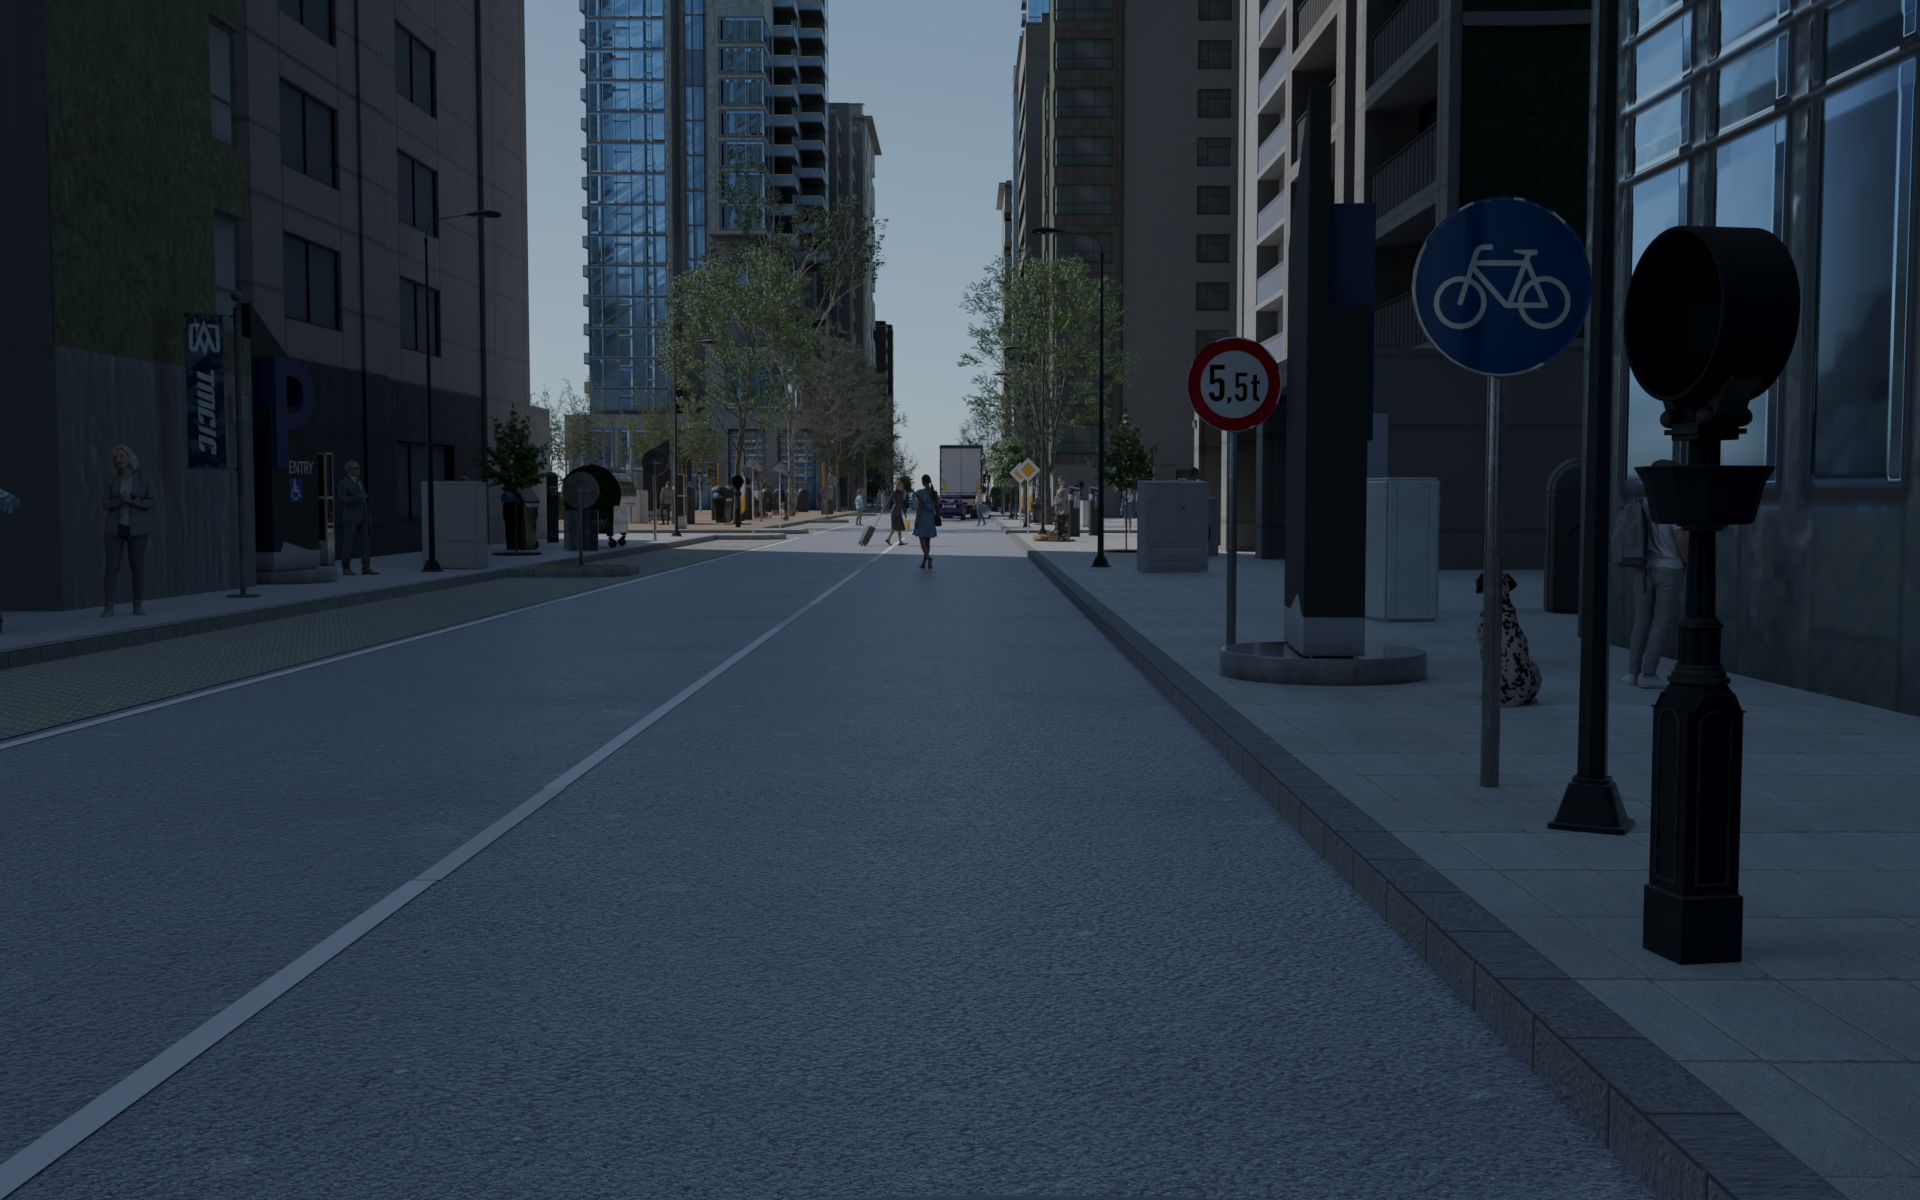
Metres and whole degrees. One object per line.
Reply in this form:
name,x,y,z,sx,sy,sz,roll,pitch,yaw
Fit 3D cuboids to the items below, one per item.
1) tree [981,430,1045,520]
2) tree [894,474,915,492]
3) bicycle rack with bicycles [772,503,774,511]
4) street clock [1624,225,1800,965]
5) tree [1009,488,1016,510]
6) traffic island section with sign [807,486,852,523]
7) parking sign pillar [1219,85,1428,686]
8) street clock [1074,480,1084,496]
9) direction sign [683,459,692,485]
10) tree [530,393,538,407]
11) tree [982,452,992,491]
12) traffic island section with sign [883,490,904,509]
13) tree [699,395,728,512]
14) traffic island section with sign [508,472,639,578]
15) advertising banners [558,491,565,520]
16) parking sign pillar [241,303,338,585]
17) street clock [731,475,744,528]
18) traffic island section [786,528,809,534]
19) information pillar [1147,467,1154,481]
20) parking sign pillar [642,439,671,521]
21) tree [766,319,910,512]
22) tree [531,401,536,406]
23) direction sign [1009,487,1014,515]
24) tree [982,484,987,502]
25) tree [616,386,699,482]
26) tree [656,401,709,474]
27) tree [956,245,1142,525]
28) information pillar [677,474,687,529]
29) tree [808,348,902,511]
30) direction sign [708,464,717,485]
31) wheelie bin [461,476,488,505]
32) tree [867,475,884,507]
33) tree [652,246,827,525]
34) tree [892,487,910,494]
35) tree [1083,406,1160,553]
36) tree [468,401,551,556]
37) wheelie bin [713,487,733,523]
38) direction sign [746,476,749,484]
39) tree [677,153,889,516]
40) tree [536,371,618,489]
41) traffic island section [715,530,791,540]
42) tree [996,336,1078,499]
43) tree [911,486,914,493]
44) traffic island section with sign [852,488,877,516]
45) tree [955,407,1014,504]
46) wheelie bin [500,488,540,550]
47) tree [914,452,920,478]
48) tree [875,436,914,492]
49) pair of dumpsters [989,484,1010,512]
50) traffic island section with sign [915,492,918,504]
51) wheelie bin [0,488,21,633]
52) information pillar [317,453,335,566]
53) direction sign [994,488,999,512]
tree,2.738,-6.297,86.665,4.285,4.588,4.351,0,3,0
tree,-8.552,-17.258,265.888,4.285,4.588,4.351,0,3,0
bicycle rack with bicycles,-14.892,-7.233,131.636,2.925,0.926,2.852,1,4,10
street clock,2.035,-0.012,4.759,0.358,2.002,0.471,-1,4,-10
tree,4.087,-8.906,140.208,1.663,3.219,1.824,0,3,0
traffic island section with sign,-6.542,-4.731,85.976,1.989,1.847,2.006,0,4,0
parking sign pillar,2.566,-1.449,12.162,1.447,3.967,1.447,0,4,5
street clock,6.196,-5.227,90.038,0.471,2.002,0.358,3,5,40
direction sign,-17.611,-7.336,111.948,0.379,3.537,0.876,2,4,28
tree,-22.368,-8.043,81.869,4.737,8.622,4.395,0,3,0
tree,3.611,-19.969,276.850,4.737,8.622,4.395,0,3,0
traffic island section with sign,-6.280,-9.402,162.342,1.989,1.847,2.006,0,4,0
tree,-18.179,-10.447,121.164,4.737,8.622,4.395,0,3,0
traffic island section with sign,-6.720,-1.333,30.421,1.989,1.847,2.006,0,4,0
advertising banners,-20.490,-5.514,86.346,2.074,3.025,0.090,1,4,14
parking sign pillar,-9.833,-2.241,25.114,1.447,3.967,1.447,0,4,8
street clock,-8.519,-3.784,66.439,0.471,2.002,0.358,0,4,-5
traffic island section,-6.605,-2.503,63.198,2.009,0.180,2.903,0,4,0
information pillar,4.511,-2.288,41.897,0.304,2.012,0.304,0,4,-7
parking sign pillar,-14.703,-5.836,83.888,1.447,3.967,1.447,0,4,-8
tree,-8.777,-12.986,122.687,12.009,13.543,11.850,0,3,0
tree,-27.115,-10.152,116.339,4.360,8.622,3.978,0,3,0
direction sign,3.176,-6.943,105.507,0.379,3.537,0.876,-1,4,-18
tree,4.059,-17.997,288.850,1.663,3.219,1.824,0,3,0
tree,-20.736,-10.122,115.852,4.737,8.622,4.395,0,3,0
tree,-22.001,-11.352,135.975,4.360,8.622,3.978,0,3,0
tree,3.696,-8.935,71.836,9.928,11.665,9.643,0,3,0
information pillar,-10.239,-3.623,63.734,0.304,2.012,0.304,1,4,9
tree,-8.312,-13.168,133.423,7.486,12.596,7.792,0,3,0
direction sign,-18.358,-8.404,129.398,0.876,3.537,0.379,-1,4,-15
wheelie bin,-8.843,-1.412,30.998,0.693,1.594,0.980,0,4,-8
tree,-8.803,-11.186,177.484,1.663,3.219,1.824,0,3,0
tree,-9.155,-8.948,72.061,9.928,11.665,9.643,0,3,0
tree,-8.977,-16.084,257.567,1.663,3.219,1.824,0,3,0
tree,3.540,-2.662,38.127,1.663,3.219,1.824,0,3,0
tree,-9.457,-2.552,36.323,1.663,3.219,1.824,0,3,0
wheelie bin,-10.564,-4.224,76.976,0.693,1.594,0.980,1,4,21
direction sign,-17.166,-8.943,138.209,0.379,3.537,0.876,3,5,43
tree,-11.154,-14.854,98.757,12.611,20.169,13.585,0,3,0
tree,-22.765,-9.428,104.513,4.360,8.622,3.978,0,3,0
traffic island section,-6.631,-2.014,55.213,2.009,0.180,2.903,0,4,0
tree,3.566,-7.987,80.952,4.360,8.622,3.978,0,3,0
tree,-8.498,-18.525,297.489,1.663,3.219,1.824,0,3,0
traffic island section with sign,-6.448,-6.387,113.058,1.989,1.847,2.006,0,4,0
tree,3.822,-19.686,232.229,12.009,13.543,11.850,0,3,0
wheelie bin,-10.127,-1.950,39.790,0.693,1.594,0.980,1,4,20
tree,-7.874,-17.642,238.812,4.360,8.622,3.978,0,3,0
tree,-8.913,-16.177,214.848,4.360,8.622,3.978,0,3,0
pair of dumpsters,2.932,-7.652,127.603,1.574,2.255,4.437,0,4,0
traffic island section with sign,-6.003,-14.506,245.804,1.989,1.847,2.006,0,4,0
wheelie bin,-9.004,-0.470,15.598,0.980,1.594,0.693,-2,4,-24
information pillar,-11.341,-1.609,30.795,0.304,2.012,0.304,0,4,5
direction sign,2.597,-8.019,123.105,0.379,3.537,0.876,0,4,-4
